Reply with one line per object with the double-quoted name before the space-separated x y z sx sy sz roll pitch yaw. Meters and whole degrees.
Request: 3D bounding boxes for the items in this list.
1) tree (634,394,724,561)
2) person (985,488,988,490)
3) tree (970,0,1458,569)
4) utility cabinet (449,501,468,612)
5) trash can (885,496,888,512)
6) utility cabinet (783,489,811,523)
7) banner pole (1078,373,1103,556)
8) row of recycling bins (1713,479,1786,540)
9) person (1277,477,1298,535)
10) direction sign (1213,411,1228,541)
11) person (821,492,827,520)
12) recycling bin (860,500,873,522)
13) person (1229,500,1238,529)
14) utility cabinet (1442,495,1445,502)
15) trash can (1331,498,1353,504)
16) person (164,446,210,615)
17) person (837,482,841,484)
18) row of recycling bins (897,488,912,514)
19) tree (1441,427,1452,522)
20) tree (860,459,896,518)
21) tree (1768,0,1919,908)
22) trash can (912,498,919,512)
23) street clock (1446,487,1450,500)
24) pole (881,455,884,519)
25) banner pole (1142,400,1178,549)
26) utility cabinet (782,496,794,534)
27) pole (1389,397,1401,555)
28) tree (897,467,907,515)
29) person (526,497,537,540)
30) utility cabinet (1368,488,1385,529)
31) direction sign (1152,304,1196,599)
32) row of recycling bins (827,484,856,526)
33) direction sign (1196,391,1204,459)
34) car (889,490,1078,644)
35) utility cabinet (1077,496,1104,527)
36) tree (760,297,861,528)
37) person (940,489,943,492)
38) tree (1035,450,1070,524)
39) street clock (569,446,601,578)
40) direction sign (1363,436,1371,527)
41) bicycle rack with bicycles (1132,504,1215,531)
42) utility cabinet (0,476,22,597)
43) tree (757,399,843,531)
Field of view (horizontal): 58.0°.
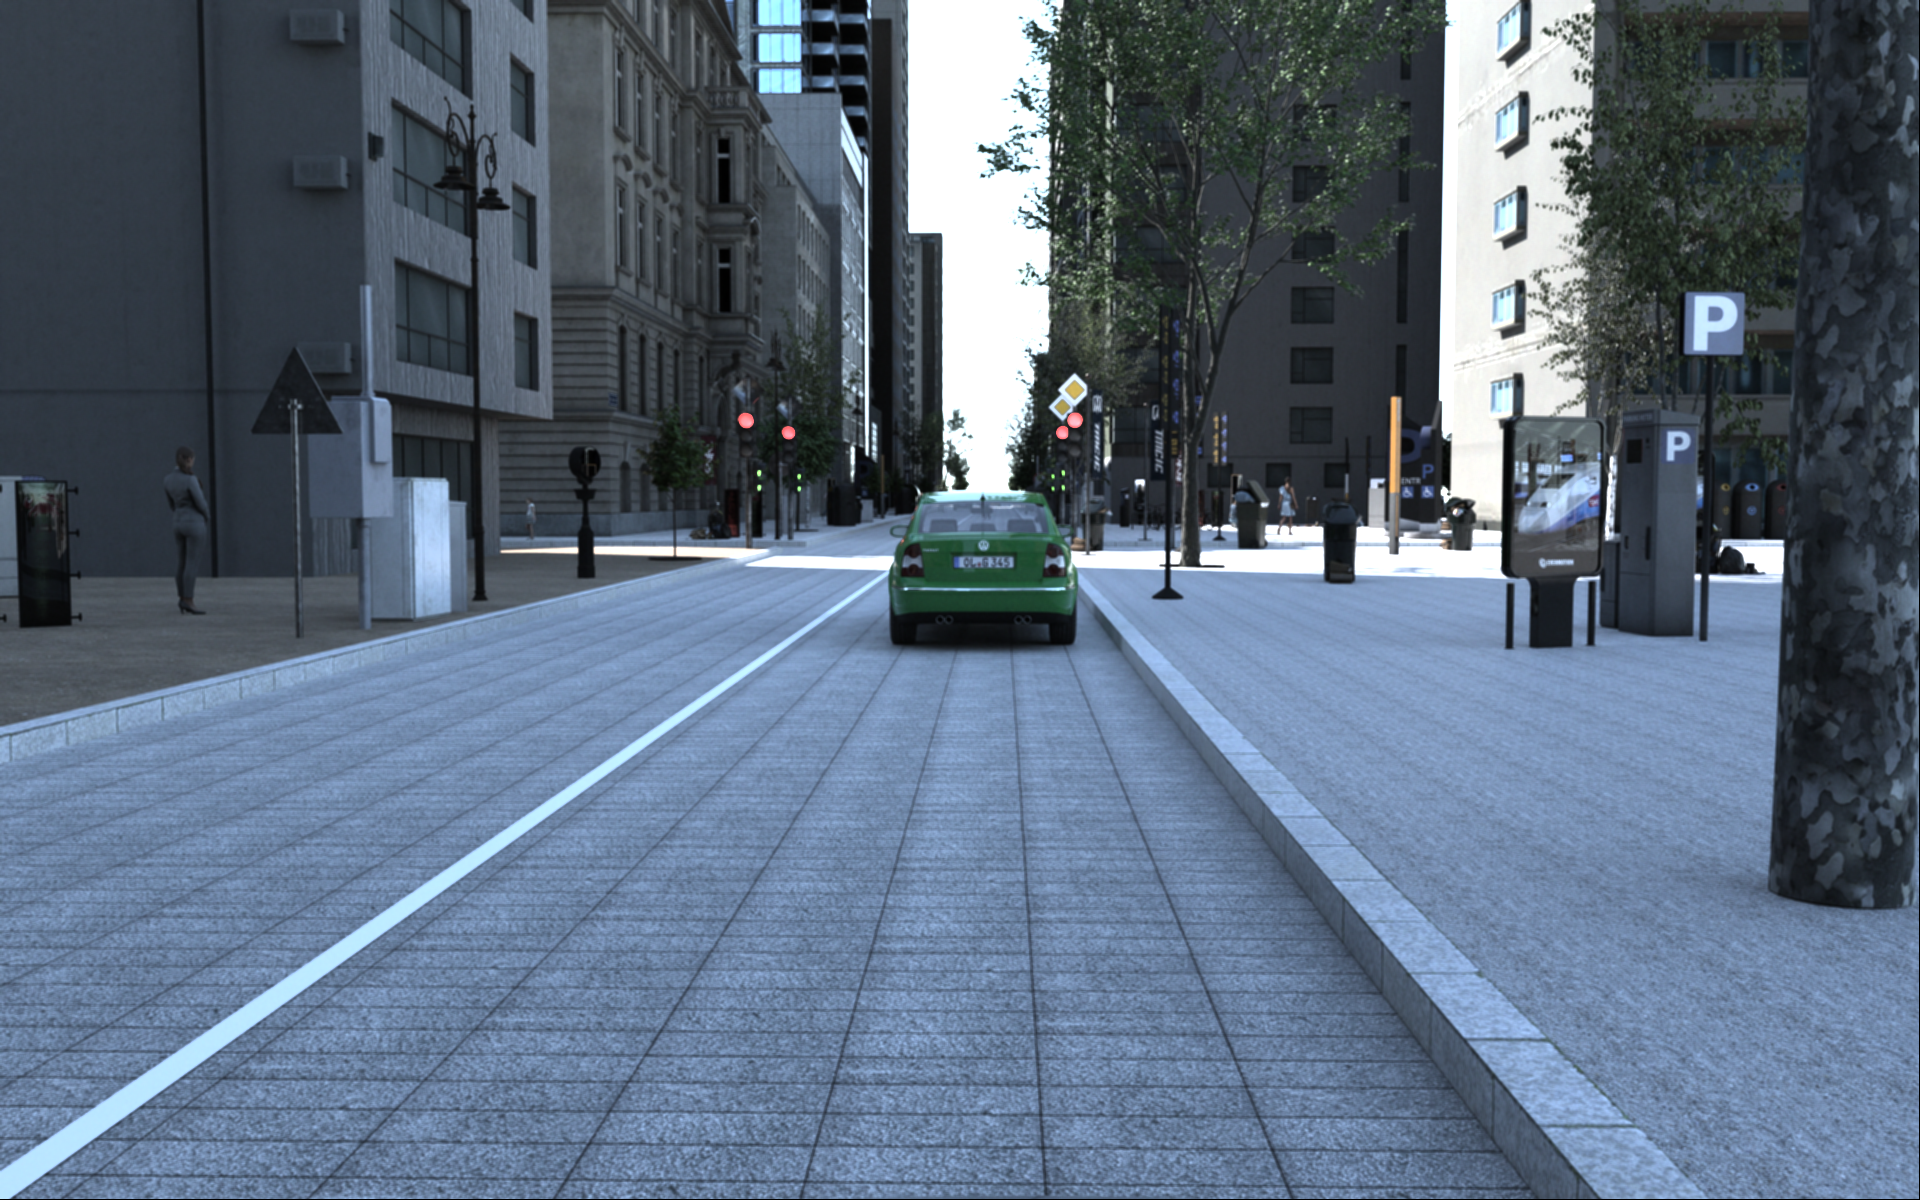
"tree" -5.545 -2.387 33.624 1.663 3.219 1.824 0 3 0
"person" 1.475 -5.440 97.861 0.576 1.772 0.534 1 4 15
"tree" 4.213 -6.381 30.080 9.928 11.665 9.643 0 3 0
"utility cabinet" -5.787 -0.492 19.212 0.306 1.237 1.020 -3 4 -37
"trash can" -5.456 -6.850 123.647 0.748 1.137 0.748 0 3 0
"utility cabinet" -7.075 -4.068 75.194 1.173 1.500 0.318 0 4 -5
"banner pole" 2.795 -2.828 36.250 0.401 3.779 0.863 2 4 33
"row of recycling bins" 22.685 -2.559 48.949 3.534 1.692 1.069 0 4 5
"person" 10.217 -2.926 53.980 0.616 1.811 0.778 3 5 44
"direction sign" 7.170 -3.412 47.778 0.379 3.537 0.876 -1 4 -17
"person" -6.647 -4.857 86.133 0.598 1.740 0.731 2 4 26
"recycling bin" -4.440 -4.061 78.944 0.722 1.027 0.722 -3 5 -39
"person" 10.308 -3.241 64.524 0.738 1.151 1.012 -2 4 -32
"utility cabinet" 29.653 -5.916 107.894 1.020 1.237 0.306 -1 4 -13
"trash can" 13.227 -2.960 60.056 0.748 1.137 0.748 0 3 0
"person" -8.195 -0.746 18.518 0.520 1.790 0.573 1 4 11
"person" -5.810 -4.765 83.722 0.755 1.850 0.659 -3 5 -43
"row of recycling bins" -3.729 -6.480 113.066 1.069 1.692 3.534 0 4 -6
"tree" 22.783 -5.858 79.485 4.285 4.588 4.351 0 3 0
"tree" -4.535 -6.074 93.912 1.663 3.219 1.824 0 3 0
"tree" 1.469 -9.153 5.537 12.611 20.169 13.585 0 3 0
"trash can" -3.226 -6.767 122.298 0.748 1.137 0.748 0 3 0
"street clock" 25.685 -5.288 91.024 0.358 2.002 0.471 3 4 38
"pole" -4.023 -5.872 89.842 0.158 3.312 0.155 0 3 0
"banner pole" 4.780 -3.081 40.384 0.863 3.779 0.401 3 4 36
"utility cabinet" -5.523 -2.724 55.700 0.306 1.237 1.020 0 4 -1
"pole" 9.136 -2.601 36.364 0.158 3.312 0.155 0 3 0
"tree" -4.032 -6.961 108.411 1.663 3.219 1.824 0 3 0
"person" -11.976 -2.294 48.567 0.382 1.210 0.505 -2 4 -33
"utility cabinet" 15.502 -3.329 63.104 1.173 1.500 0.318 3 4 36
"direction sign" 2.550 -1.784 21.161 0.379 3.537 0.876 1 4 21
"row of recycling bins" -4.813 -3.893 70.763 1.069 1.692 3.534 -1 4 -10
"direction sign" 4.900 -2.817 38.047 0.876 3.537 0.379 0 4 3
"car" 0.229 -0.556 17.889 1.959 1.807 4.718 0 4 0
"utility cabinet" 5.075 -3.433 67.291 1.020 1.237 0.306 -1 4 -16
"tree" -5.778 -7.041 65.485 4.737 8.622 4.395 0 3 0
"person" -1.398 -7.779 135.549 0.709 1.838 0.599 2 4 31
"tree" 4.041 -4.922 75.075 1.663 3.219 1.824 0 3 0
"street clock" -5.711 -1.336 26.410 0.358 2.002 0.471 2 4 30
"direction sign" 16.007 -4.644 67.919 0.379 3.537 0.876 0 4 4
"bicycle rack with bicycles" 7.430 -2.980 62.108 2.852 0.926 2.925 -2 4 -24
"utility cabinet" -12.165 -0.768 21.229 1.173 1.500 0.318 -3 4 -38
"tree" -5.706 -4.665 59.985 4.285 4.588 4.351 0 3 0
